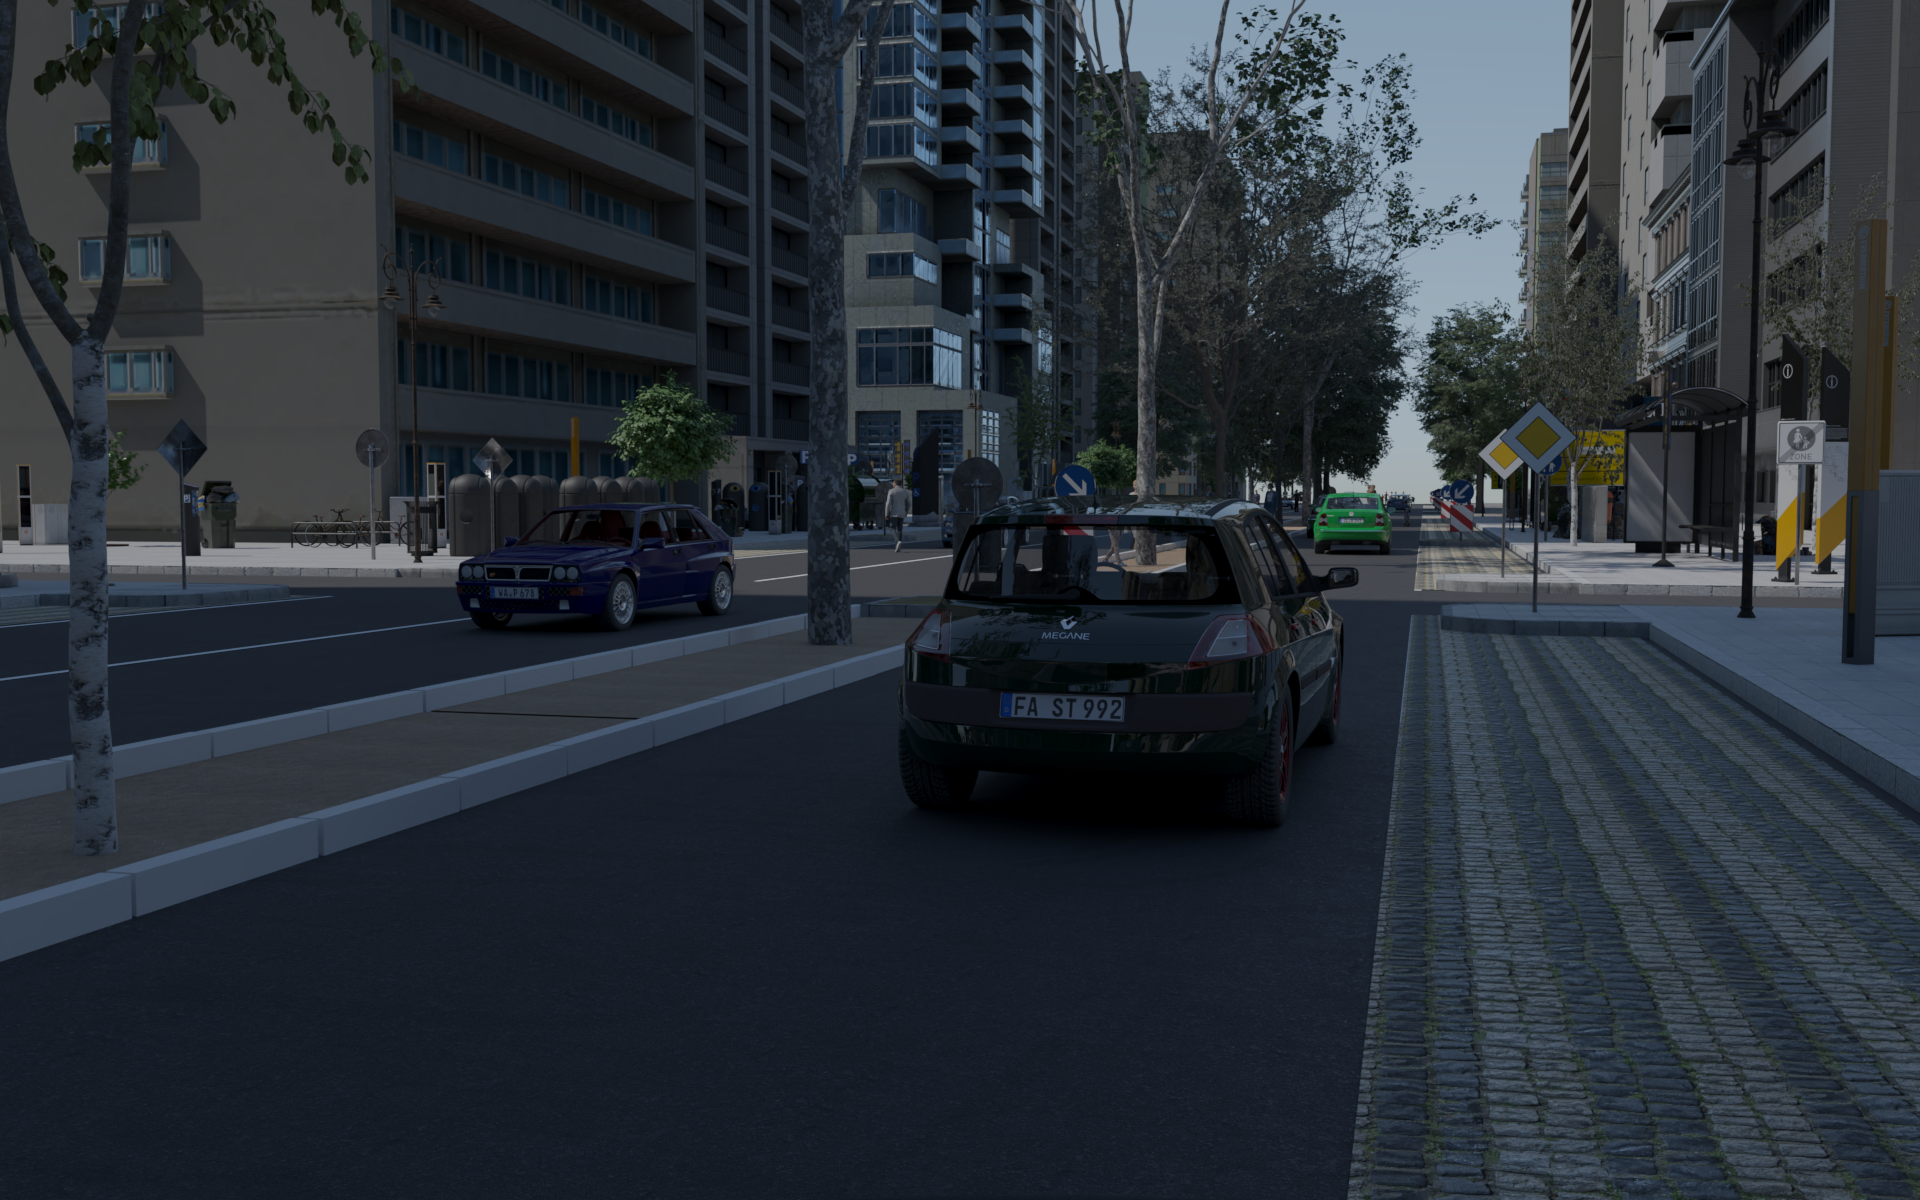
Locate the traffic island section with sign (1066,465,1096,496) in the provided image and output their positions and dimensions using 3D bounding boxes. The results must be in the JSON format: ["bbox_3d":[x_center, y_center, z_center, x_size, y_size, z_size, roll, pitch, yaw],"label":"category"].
[{"bbox_3d":[1.978,-1.207,27.867,2.006,1.907,1.989,1,4,15],"label":"traffic island section with sign"}]

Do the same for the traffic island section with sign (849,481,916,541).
[{"bbox_3d":[-2.424,-2.721,53.113,1.989,1.847,2.006,1,4,15],"label":"traffic island section with sign"}]

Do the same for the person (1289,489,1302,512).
[{"bbox_3d":[26.839,-7.922,138.168,1.348,1.807,0.705,-2,4,-34],"label":"person"}]

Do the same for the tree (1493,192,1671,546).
[{"bbox_3d":[15.027,-5.611,42.096,4.360,8.622,3.978,0,3,0],"label":"tree"}]

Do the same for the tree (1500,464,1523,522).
[{"bbox_3d":[25.740,-5.254,80.509,1.663,3.219,1.824,0,3,0],"label":"tree"}]

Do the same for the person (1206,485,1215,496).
[{"bbox_3d":[9.735,-3.609,67.906,0.834,1.777,0.661,-2,4,-31],"label":"person"}]

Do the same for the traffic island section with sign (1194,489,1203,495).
[{"bbox_3d":[17.565,-7.276,127.585,1.989,1.847,2.006,1,4,15],"label":"traffic island section with sign"}]

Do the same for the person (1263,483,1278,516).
[{"bbox_3d":[11.017,-3.224,61.239,0.654,1.822,0.581,-3,5,-41],"label":"person"}]

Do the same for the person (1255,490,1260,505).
[{"bbox_3d":[19.112,-6.253,111.648,0.530,1.710,0.541,-2,4,-30],"label":"person"}]

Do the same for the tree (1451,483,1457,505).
[{"bbox_3d":[59.563,-13.127,209.228,1.663,3.219,1.824,0,3,0],"label":"tree"}]

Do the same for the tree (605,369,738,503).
[{"bbox_3d":[-7.572,-3.749,45.016,4.285,4.588,4.351,0,3,0],"label":"tree"}]

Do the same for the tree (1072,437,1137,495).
[{"bbox_3d":[8.145,-7.140,100.450,4.285,4.588,4.351,0,3,0],"label":"tree"}]

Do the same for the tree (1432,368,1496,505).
[{"bbox_3d":[45.886,-14.452,154.422,7.486,12.596,7.792,0,3,0],"label":"tree"}]

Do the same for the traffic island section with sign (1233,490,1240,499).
[{"bbox_3d":[24.555,-8.872,153.681,1.989,1.847,2.006,1,4,15],"label":"traffic island section with sign"}]

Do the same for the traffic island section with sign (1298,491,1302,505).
[{"bbox_3d":[45.962,-13.748,233.413,1.989,1.847,2.006,1,4,15],"label":"traffic island section with sign"}]

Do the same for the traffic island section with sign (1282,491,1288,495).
[{"bbox_3d":[38.987,-12.156,207.372,1.989,1.847,2.006,1,4,15],"label":"traffic island section with sign"}]

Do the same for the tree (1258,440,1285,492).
[{"bbox_3d":[37.946,-16.036,212.550,4.737,8.622,4.395,0,3,0],"label":"tree"}]

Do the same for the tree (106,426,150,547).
[{"bbox_3d":[-20.982,-2.917,42.292,1.663,3.219,1.824,0,3,0],"label":"tree"}]

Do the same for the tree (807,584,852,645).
[{"bbox_3d":[-0.288,-9.565,14.742,12.611,20.169,13.585,0,3,0],"label":"tree"}]

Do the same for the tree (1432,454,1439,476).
[{"bbox_3d":[42.479,-11.812,143.493,4.737,8.622,4.395,0,3,0],"label":"tree"}]

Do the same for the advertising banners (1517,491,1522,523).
[{"bbox_3d":[25.905,-4.977,77.566,2.074,3.025,0.090,-1,4,-16],"label":"advertising banners"}]

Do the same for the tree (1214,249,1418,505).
[{"bbox_3d":[17.820,-10.802,85.721,9.857,13.997,8.962,0,3,0],"label":"tree"}]

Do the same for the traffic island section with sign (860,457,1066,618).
[{"bbox_3d":[0.048,-0.769,20.714,2.006,1.907,1.989,1,4,15],"label":"traffic island section with sign"}]

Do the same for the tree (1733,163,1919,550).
[{"bbox_3d":[19.863,-5.448,39.439,4.360,8.622,3.978,0,3,0],"label":"tree"}]

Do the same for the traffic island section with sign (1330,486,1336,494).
[{"bbox_3d":[21.449,-5.646,100.448,2.006,1.907,1.989,1,4,15],"label":"traffic island section with sign"}]

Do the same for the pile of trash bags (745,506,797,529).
[{"bbox_3d":[-6.849,-3.333,64.246,1.912,1.369,3.447,3,4,38],"label":"pile of trash bags"}]

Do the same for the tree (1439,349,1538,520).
[{"bbox_3d":[27.197,-8.349,86.875,4.737,8.622,4.395,0,3,0],"label":"tree"}]

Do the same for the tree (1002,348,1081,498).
[{"bbox_3d":[3.965,-8.402,87.738,4.737,8.622,4.395,0,3,0],"label":"tree"}]

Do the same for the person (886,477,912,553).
[{"bbox_3d":[-1.497,-2.097,42.627,0.661,1.843,0.795,-1,4,-23],"label":"person"}]

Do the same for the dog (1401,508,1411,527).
[{"bbox_3d":[19.591,-3.636,76.291,0.800,0.831,0.513,-3,4,-36],"label":"dog"}]

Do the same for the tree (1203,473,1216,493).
[{"bbox_3d":[22.853,-9.928,156.917,1.663,3.219,1.824,0,3,0],"label":"tree"}]

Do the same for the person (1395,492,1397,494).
[{"bbox_3d":[55.614,-12.977,221.386,1.217,1.736,0.721,-3,5,-40],"label":"person"}]

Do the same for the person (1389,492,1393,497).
[{"bbox_3d":[46.939,-10.941,188.321,0.436,1.711,0.756,0,4,7],"label":"person"}]

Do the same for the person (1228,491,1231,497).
[{"bbox_3d":[23.046,-8.512,148.476,0.445,1.727,0.742,0,4,-4],"label":"person"}]

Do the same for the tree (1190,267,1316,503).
[{"bbox_3d":[9.223,-6.211,54.366,4.360,8.622,3.978,0,3,0],"label":"tree"}]

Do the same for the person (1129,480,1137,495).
[{"bbox_3d":[4.460,-2.108,43.314,0.624,1.780,0.694,-3,4,-38],"label":"person"}]

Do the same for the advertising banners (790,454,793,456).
[{"bbox_3d":[-7.190,-4.935,76.877,0.090,3.025,2.074,1,4,21],"label":"advertising banners"}]

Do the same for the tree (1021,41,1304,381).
[{"bbox_3d":[6.983,-8.161,46.255,12.009,13.543,11.850,0,3,0],"label":"tree"}]

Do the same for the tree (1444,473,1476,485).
[{"bbox_3d":[47.559,-11.072,164.733,4.285,4.588,4.351,0,3,0],"label":"tree"}]

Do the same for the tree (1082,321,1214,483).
[{"bbox_3d":[13.061,-13.065,120.266,9.857,13.997,8.962,0,3,0],"label":"tree"}]

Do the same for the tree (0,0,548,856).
[{"bbox_3d":[-3.415,-3.305,6.864,4.737,8.622,4.395,0,3,0],"label":"tree"}]

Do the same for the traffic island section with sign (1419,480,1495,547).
[{"bbox_3d":[13.744,-2.402,47.897,1.989,1.847,2.006,1,4,15],"label":"traffic island section with sign"}]

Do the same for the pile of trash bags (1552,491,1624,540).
[{"bbox_3d":[18.116,-2.424,49.381,1.912,1.369,3.447,1,4,9],"label":"pile of trash bags"}]

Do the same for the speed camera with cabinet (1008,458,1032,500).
[{"bbox_3d":[3.541,-6.250,96.527,0.660,3.252,2.038,3,5,42],"label":"speed camera with cabinet"}]

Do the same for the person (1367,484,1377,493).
[{"bbox_3d":[16.991,-3.859,71.565,0.573,1.828,0.580,-2,4,-32],"label":"person"}]

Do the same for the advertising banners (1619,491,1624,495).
[{"bbox_3d":[35.918,-6.022,94.647,2.074,3.025,0.090,0,4,-3],"label":"advertising banners"}]

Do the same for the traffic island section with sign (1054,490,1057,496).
[{"bbox_3d":[4.562,-4.313,79.150,1.989,1.847,2.006,1,4,15],"label":"traffic island section with sign"}]

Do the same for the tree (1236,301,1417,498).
[{"bbox_3d":[20.371,-10.799,96.021,9.611,12.733,9.660,0,3,0],"label":"tree"}]

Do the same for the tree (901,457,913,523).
[{"bbox_3d":[-1.769,-4.995,76.265,1.663,3.219,1.824,0,3,0],"label":"tree"}]

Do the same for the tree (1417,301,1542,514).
[{"bbox_3d":[34.240,-12.650,113.487,9.857,13.997,8.962,0,3,0],"label":"tree"}]

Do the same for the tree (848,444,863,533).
[{"bbox_3d":[-3.977,-3.788,56.534,1.663,3.219,1.824,0,3,0],"label":"tree"}]
